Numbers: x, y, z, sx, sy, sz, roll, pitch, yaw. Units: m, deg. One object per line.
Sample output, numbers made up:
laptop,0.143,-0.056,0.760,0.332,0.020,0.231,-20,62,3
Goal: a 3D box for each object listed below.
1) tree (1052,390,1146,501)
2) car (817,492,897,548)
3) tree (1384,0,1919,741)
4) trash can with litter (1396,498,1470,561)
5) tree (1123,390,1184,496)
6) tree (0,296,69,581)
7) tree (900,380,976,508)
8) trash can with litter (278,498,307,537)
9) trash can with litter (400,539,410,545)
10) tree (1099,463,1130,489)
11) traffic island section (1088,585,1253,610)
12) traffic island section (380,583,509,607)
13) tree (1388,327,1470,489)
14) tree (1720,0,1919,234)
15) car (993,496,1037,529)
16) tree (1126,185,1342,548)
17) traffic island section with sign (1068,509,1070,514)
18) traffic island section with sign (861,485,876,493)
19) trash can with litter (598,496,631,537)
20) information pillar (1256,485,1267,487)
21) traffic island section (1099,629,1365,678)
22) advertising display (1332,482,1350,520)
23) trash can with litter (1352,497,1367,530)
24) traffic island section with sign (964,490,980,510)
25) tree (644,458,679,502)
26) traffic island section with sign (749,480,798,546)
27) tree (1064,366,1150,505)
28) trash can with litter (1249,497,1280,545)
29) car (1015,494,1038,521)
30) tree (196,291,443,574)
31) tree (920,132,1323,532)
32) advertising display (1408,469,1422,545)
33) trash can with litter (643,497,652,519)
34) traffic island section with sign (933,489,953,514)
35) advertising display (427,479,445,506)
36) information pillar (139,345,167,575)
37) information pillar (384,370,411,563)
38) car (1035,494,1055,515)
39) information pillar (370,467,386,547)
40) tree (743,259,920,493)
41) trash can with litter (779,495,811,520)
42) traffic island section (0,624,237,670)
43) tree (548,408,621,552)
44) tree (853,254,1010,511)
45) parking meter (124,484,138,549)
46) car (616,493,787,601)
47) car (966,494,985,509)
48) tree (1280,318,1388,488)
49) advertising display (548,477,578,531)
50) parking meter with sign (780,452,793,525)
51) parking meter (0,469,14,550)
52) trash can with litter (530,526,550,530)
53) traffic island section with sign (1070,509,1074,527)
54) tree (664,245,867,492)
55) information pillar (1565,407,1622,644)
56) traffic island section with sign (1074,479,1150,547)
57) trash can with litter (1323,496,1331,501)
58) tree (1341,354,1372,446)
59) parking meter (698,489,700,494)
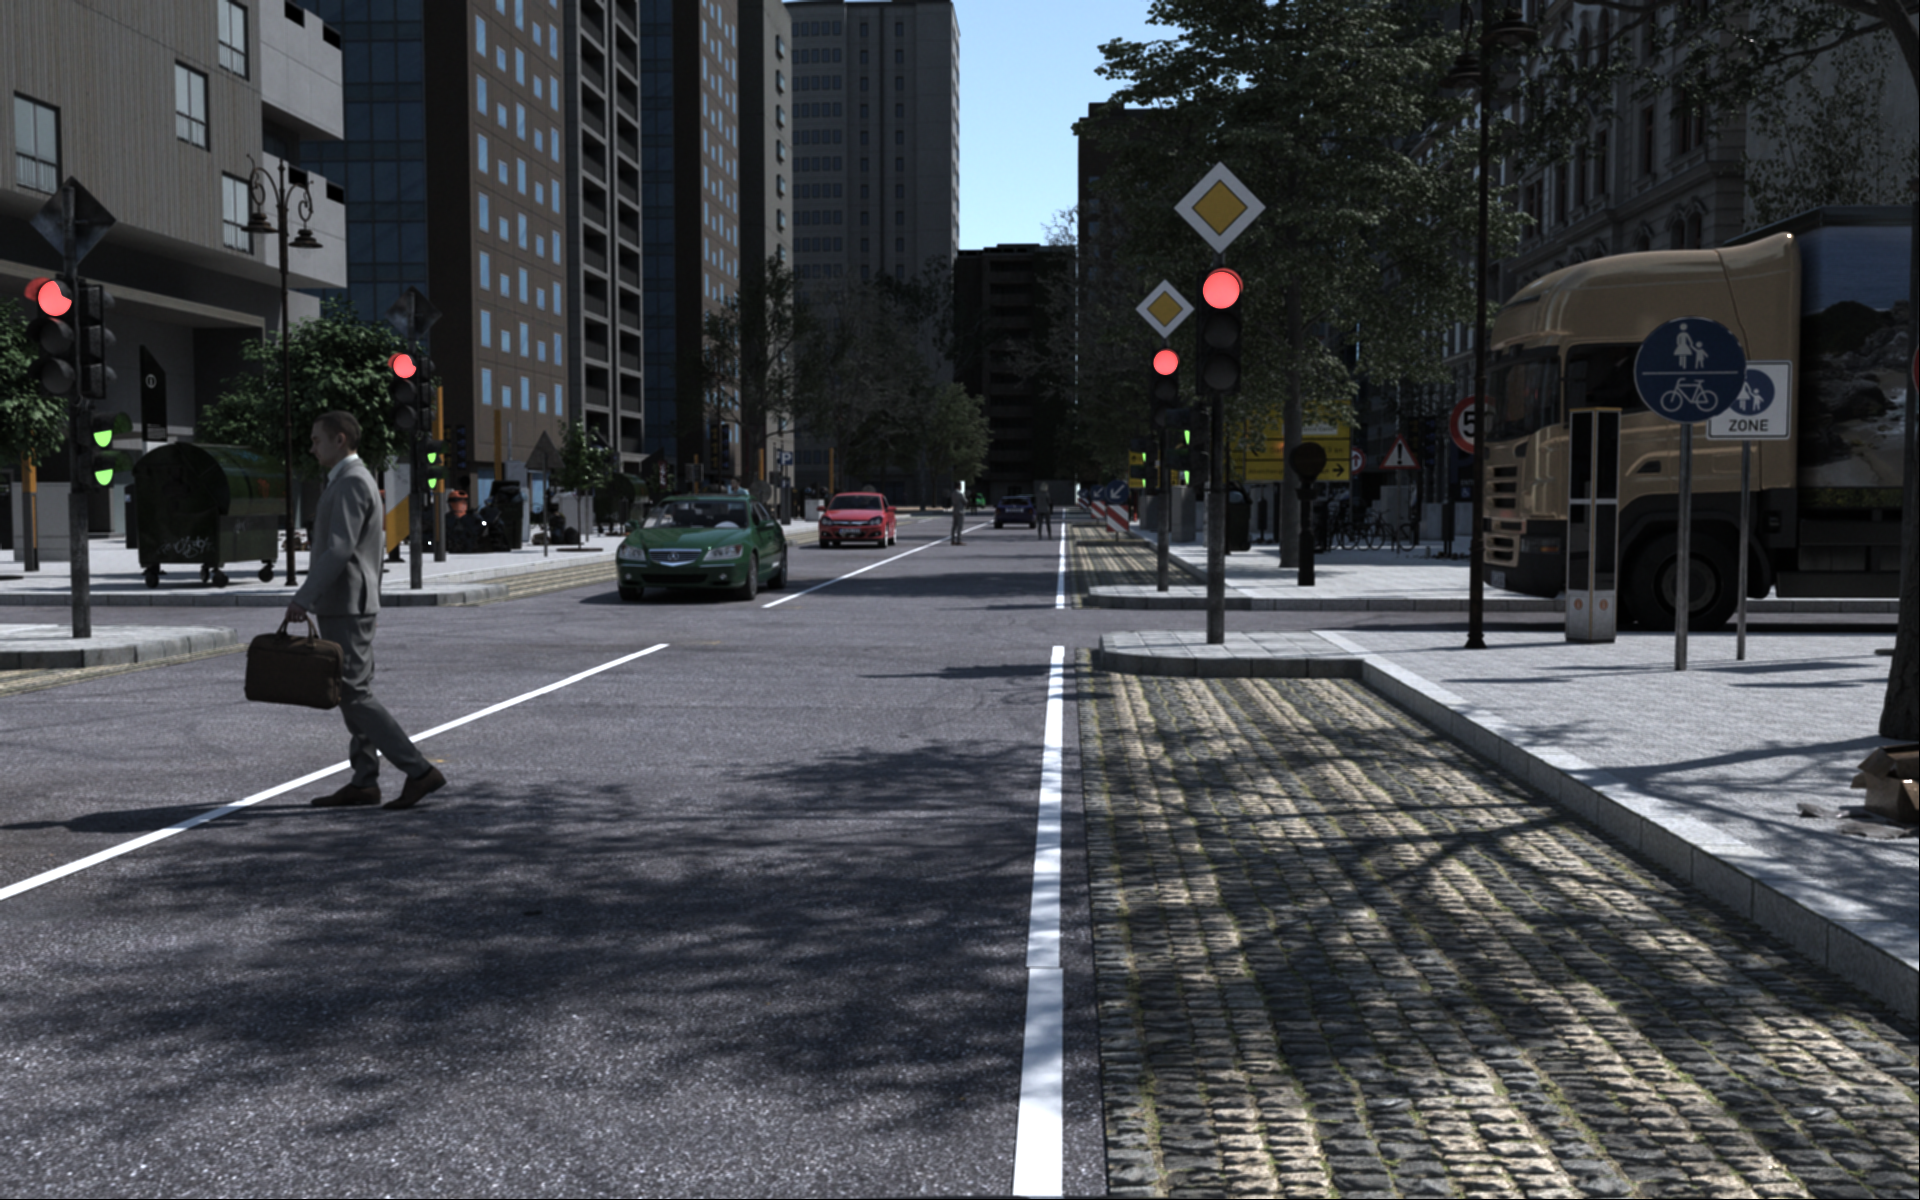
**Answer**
tree,13.370,-15.261,166.531,9.611,12.733,9.660,0,3,0
car,-2.759,-2.326,47.065,2.155,1.783,4.494,0,4,3
tree,4.929,-4.528,8.451,8.767,10.594,7.601,0,4,8
trash can with litter,9.610,-1.418,34.248,1.678,1.210,2.233,0,4,6
tree,10.847,-9.203,100.833,4.360,8.622,3.978,0,3,0
tree,-14.903,-2.582,25.936,4.285,4.588,4.351,0,3,0
tree,-2.414,-14.221,158.262,9.928,11.665,9.643,0,3,0
trash can with litter,-20.144,-2.549,52.739,2.233,1.210,1.678,-1,4,-15
trash can with litter,-14.528,-1.973,43.309,2.233,1.210,1.678,0,4,1
tree,13.716,-10.167,149.949,4.285,4.588,4.351,0,3,0
traffic island section,2.695,-0.034,22.832,2.009,0.180,2.903,0,4,3
traffic island section,-7.378,-0.071,23.444,2.009,0.180,2.903,0,4,3
tree,19.945,-7.666,75.695,4.360,8.622,3.978,0,3,0
tree,12.809,-4.554,24.826,4.360,8.622,3.978,0,3,0
car,2.350,-3.677,72.704,1.945,1.354,3.894,0,4,4
tree,6.156,-5.560,41.276,4.737,8.622,4.395,0,3,0
traffic island section with sign,8.833,-7.081,124.402,1.989,1.847,2.006,0,4,3
traffic island section with sign,-3.933,-4.059,74.985,1.989,1.847,2.006,0,4,3
trash can with litter,-10.300,-2.567,53.026,1.678,1.210,2.233,-2,4,-26
information pillar,11.827,-3.882,67.958,0.304,2.012,0.304,-1,4,-22
traffic island section,2.213,0.454,14.862,2.009,0.180,2.903,0,4,3
advertising display,18.633,-4.847,84.467,0.974,1.923,0.123,0,4,6
trash can with litter,14.252,-3.059,61.403,0.624,1.170,1.055,-1,4,-9
traffic island section with sign,0.729,-8.775,152.096,1.989,1.847,2.006,0,4,3
tree,-15.843,-5.939,91.711,1.663,3.219,1.824,0,3,0
traffic island section with sign,-5.562,-2.407,47.987,1.989,1.847,2.006,0,4,3
tree,11.591,-12.540,130.778,9.928,11.665,9.643,0,3,0
trash can with litter,7.739,-2.076,44.999,1.678,1.210,2.233,1,4,11
car,3.599,-5.129,93.638,2.009,1.686,4.222,0,4,5
tree,-10.143,-2.715,28.111,4.285,4.588,4.351,0,3,0
tree,7.063,-9.045,58.263,12.009,13.543,11.850,0,3,0
advertising display,11.498,-2.358,43.769,0.123,1.923,0.974,0,4,3
trash can with litter,-16.489,-4.783,89.585,0.624,1.170,1.055,3,5,44
traffic island section with sign,-0.911,-7.118,124.999,1.989,1.847,2.006,0,4,3
advertising display,-19.038,-3.532,62.963,0.123,1.923,0.974,1,4,16
information pillar,-12.756,-2.207,27.437,0.183,3.616,0.504,1,4,15
information pillar,-10.538,-2.510,32.399,0.504,3.616,0.183,-3,4,-38
car,5.672,-6.859,121.934,2.009,1.686,4.222,0,4,3
information pillar,-14.000,-2.267,41.549,0.304,2.012,0.304,2,4,23
tree,-6.227,-11.055,91.112,12.009,13.543,11.850,0,3,0
trash can with litter,-7.944,-4.600,86.259,2.233,1.210,1.678,-1,4,-18
traffic island section,-7.860,0.416,15.473,2.009,0.180,2.903,0,4,3
tree,-8.516,-2.703,38.790,1.663,3.219,1.824,0,3,0
tree,-1.647,-17.058,134.780,12.611,20.169,13.585,0,3,0
parking meter,-19.362,-1.968,40.593,0.372,1.533,0.369,0,3,0
car,-3.613,-0.798,24.840,2.131,1.459,4.920,0,4,3
car,1.513,-9.782,168.734,1.959,1.807,4.718,0,4,3
tree,14.759,-7.397,71.297,4.360,8.622,3.978,0,3,0
advertising display,-13.690,-3.337,59.769,0.974,1.923,0.123,-1,4,-10
parking meter with sign,-7.261,-4.645,72.206,0.543,3.016,1.738,0,4,-8
parking meter,-21.952,-2.091,39.895,0.255,1.863,0.399,-1,4,-15
trash can with litter,-14.270,-3.083,61.464,2.233,1.210,1.678,2,4,28
traffic island section with sign,5.848,-4.051,74.864,1.989,1.847,2.006,0,4,3
tree,-7.667,-7.984,64.958,7.601,10.594,8.767,2,4,25
information pillar,5.446,-0.637,14.908,0.304,2.012,0.304,-2,4,-25
traffic island section with sign,4.216,-2.397,47.816,1.989,1.847,2.006,0,4,3
trash can with litter,17.355,-4.329,82.171,0.624,1.170,1.055,2,4,31
tree,18.829,-8.444,88.414,4.737,8.622,4.395,0,3,0
parking meter,-14.142,-5.182,93.141,0.372,1.533,0.369,0,3,0
